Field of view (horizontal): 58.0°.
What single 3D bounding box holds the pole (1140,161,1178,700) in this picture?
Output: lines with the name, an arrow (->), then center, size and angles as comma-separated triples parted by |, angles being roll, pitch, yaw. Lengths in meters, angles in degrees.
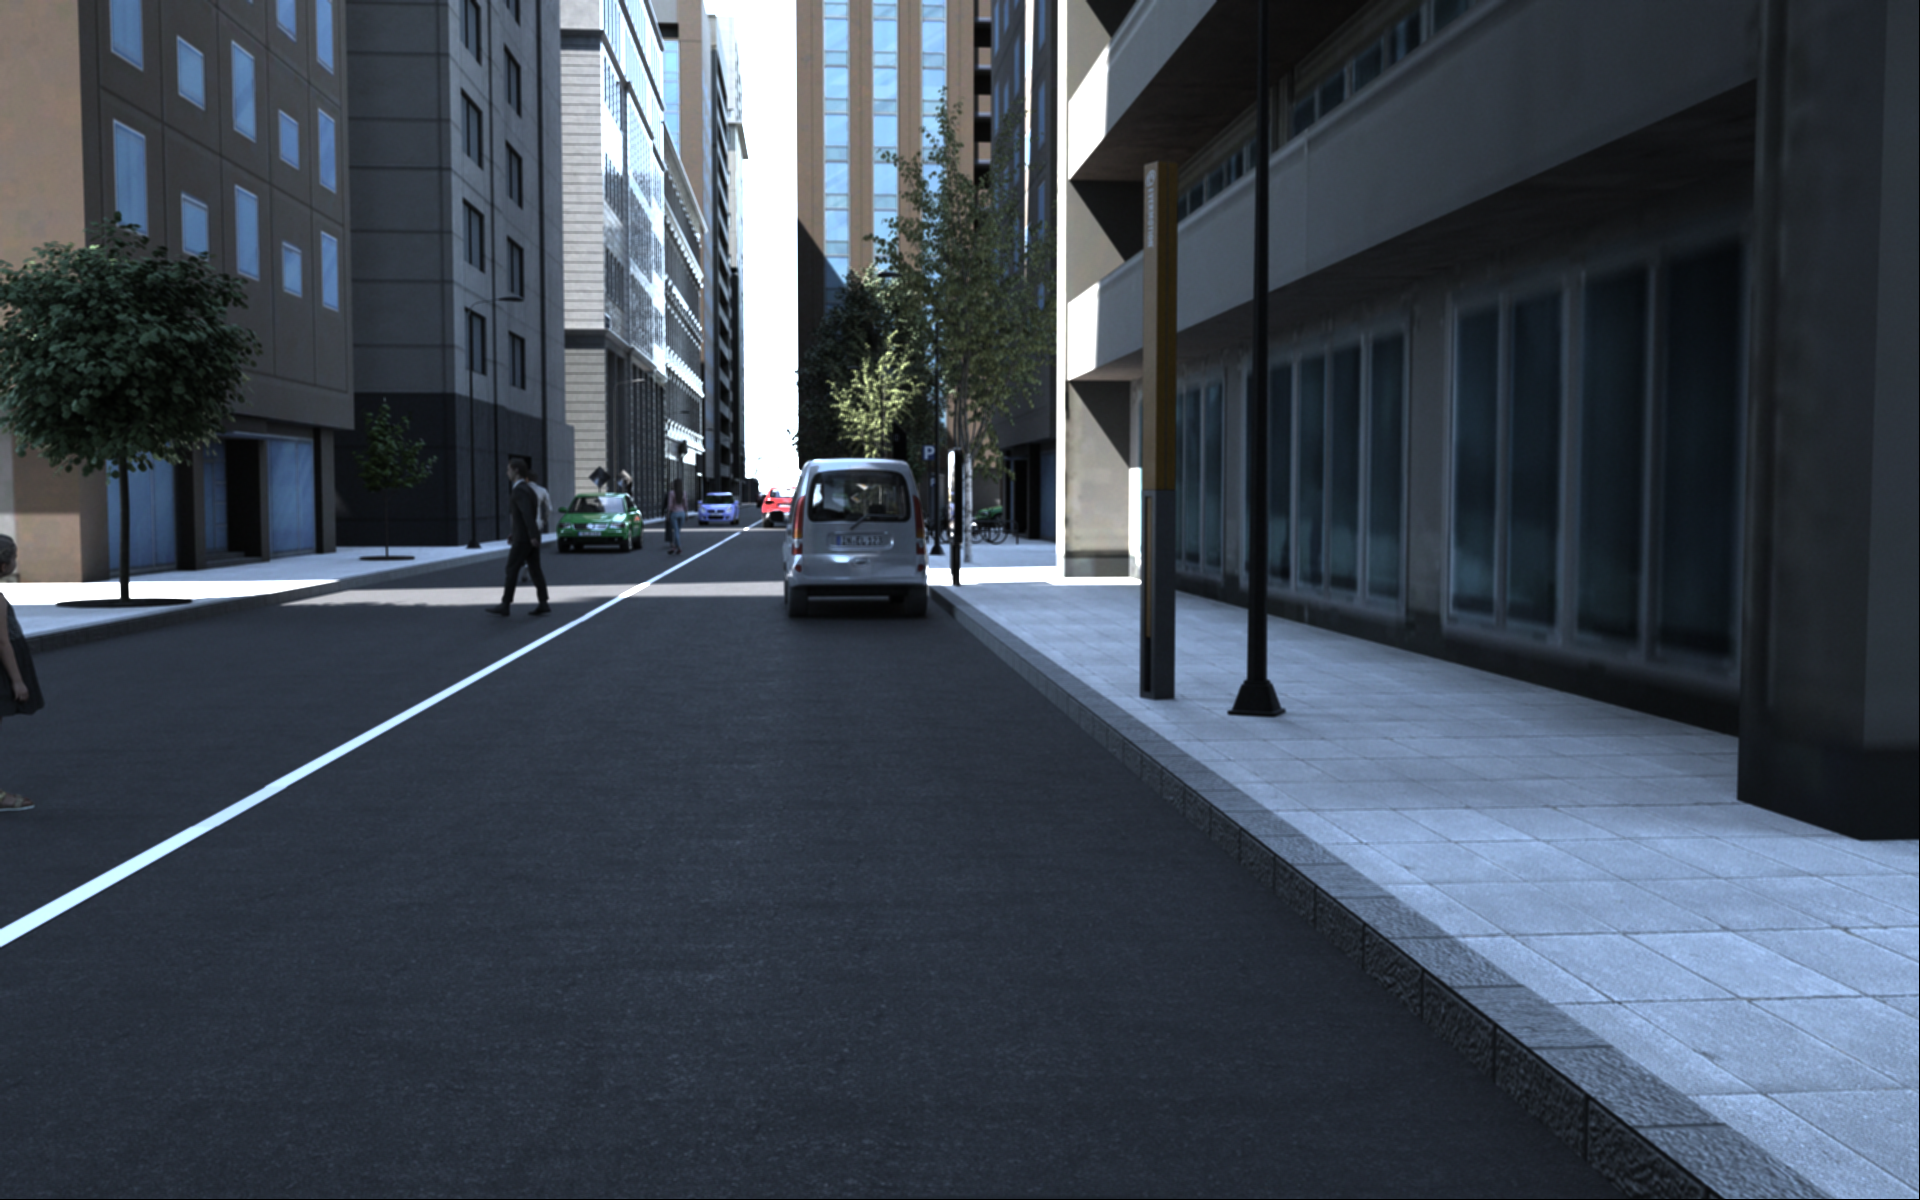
pole -> 1.240, -1.036, 10.788 | 0.158, 3.312, 0.155 | 0, 3, 0

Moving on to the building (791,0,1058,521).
building -> -2.464, -27.488, 99.537 | 14.600, 45.320, 14.200 | 0, 4, -5

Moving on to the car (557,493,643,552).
car -> -9.106, -2.152, 43.986 | 1.959, 1.807, 4.718 | 0, 4, -5

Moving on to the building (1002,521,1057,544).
building -> 8.499, -24.436, 49.636 | 14.600, 45.320, 14.200 | 0, 4, -5

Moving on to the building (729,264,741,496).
building -> -34.171, -26.897, 211.469 | 14.160, 30.474, 14.107 | 0, 4, -5

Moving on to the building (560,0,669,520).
building -> -20.970, -18.723, 83.619 | 11.434, 29.767, 29.804 | 0, 4, -5

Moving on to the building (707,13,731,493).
building -> -33.724, -33.326, 168.579 | 21.300, 48.544, 21.600 | 0, 4, -5

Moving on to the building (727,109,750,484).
building -> -43.835, -39.807, 240.084 | 28.713, 52.752, 27.495 | 0, 4, -5

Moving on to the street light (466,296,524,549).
street light -> -10.939, -4.172, 40.748 | 1.470, 5.913, 1.316 | 0, 4, -5

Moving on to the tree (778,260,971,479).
tree -> -4.112, -10.262, 84.795 | 9.611, 12.733, 9.660 | 0, 3, 0

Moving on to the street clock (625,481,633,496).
street clock -> -13.680, -4.099, 71.582 | 0.358, 2.002, 0.471 | 0, 4, -1

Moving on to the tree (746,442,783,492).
tree -> -34.915, -22.484, 302.017 | 8.767, 10.594, 7.601 | 0, 4, -4

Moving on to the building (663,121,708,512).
building -> -27.172, -21.021, 120.116 | 17.030, 29.872, 44.131 | 0, 4, -5

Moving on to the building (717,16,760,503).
building -> -41.656, -50.530, 264.410 | 20.563, 71.187, 20.611 | 0, 4, -5

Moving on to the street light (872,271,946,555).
street light -> -1.022, -3.903, 36.351 | 1.470, 5.913, 1.316 | 0, 4, -5

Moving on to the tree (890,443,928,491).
tree -> -1.842, -3.936, 58.955 | 1.663, 3.219, 1.824 | 0, 3, 0

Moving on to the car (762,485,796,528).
car -> -7.382, -4.022, 74.435 | 2.281, 1.827, 5.304 | 0, 4, -3

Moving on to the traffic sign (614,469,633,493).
traffic sign -> -13.687, -4.087, 70.472 | 0.795, 2.450, 0.064 | 0, 4, -5

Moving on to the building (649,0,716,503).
building -> -28.909, -30.641, 151.084 | 14.600, 45.320, 14.200 | 0, 4, -5

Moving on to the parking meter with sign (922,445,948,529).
parking meter with sign -> -0.840, -4.046, 62.407 | 0.543, 3.016, 1.738 | 1, 4, 16

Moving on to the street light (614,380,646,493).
street light -> -13.437, -5.980, 70.312 | 1.470, 5.913, 1.316 | 0, 4, -5

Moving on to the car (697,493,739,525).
car -> -11.274, -4.368, 81.013 | 1.945, 1.707, 3.694 | 0, 4, -3

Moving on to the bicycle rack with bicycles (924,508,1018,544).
bicycle rack with bicycles -> 0.112, -1.914, 44.670 | 2.925, 0.926, 2.852 | -1, 4, -21

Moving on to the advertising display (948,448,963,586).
advertising display -> -0.070, -1.181, 24.516 | 0.123, 1.923, 0.974 | 0, 4, -6

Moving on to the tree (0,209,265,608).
tree -> -9.801, -2.221, 20.033 | 4.285, 4.588, 4.351 | 0, 3, 0

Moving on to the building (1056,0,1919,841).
building -> 13.035, -24.011, 16.284 | 21.300, 48.544, 21.600 | 0, 4, -5

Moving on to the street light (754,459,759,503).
street light -> -27.370, -15.725, 229.642 | 1.470, 5.913, 1.316 | 0, 4, -5

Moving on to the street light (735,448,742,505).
street light -> -22.449, -12.259, 172.979 | 1.470, 5.913, 1.316 | 0, 4, -5

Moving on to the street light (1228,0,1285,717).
street light -> 1.196, -2.286, 9.917 | 1.470, 5.913, 1.316 | 0, 4, -5

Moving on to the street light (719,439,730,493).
street light -> -20.217, -10.644, 146.569 | 1.470, 5.913, 1.316 | 0, 4, -5

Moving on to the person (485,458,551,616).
person -> -5.218, -0.744, 20.443 | 0.755, 1.850, 0.659 | 0, 4, 5

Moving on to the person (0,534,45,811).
person -> -4.386, 0.321, 7.915 | 0.373, 1.253, 0.362 | -3, 4, -37

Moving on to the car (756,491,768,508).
car -> -20.690, -10.809, 185.394 | 2.281, 1.827, 5.304 | 0, 4, -4

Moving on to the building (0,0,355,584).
building -> -19.687, -23.206, 29.533 | 14.600, 45.320, 14.200 | 0, 4, -5

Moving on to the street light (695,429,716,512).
street light -> -18.226, -9.221, 123.297 | 1.470, 5.913, 1.316 | 0, 4, -5

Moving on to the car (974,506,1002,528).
car -> 2.902, -3.703, 69.334 | 4.718, 1.807, 1.959 | 0, 4, -6

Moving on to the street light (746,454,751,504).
street light -> -24.788, -13.876, 199.406 | 1.470, 5.913, 1.316 | 0, 4, -5

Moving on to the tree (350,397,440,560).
tree -> -11.275, -2.394, 33.742 | 1.663, 3.219, 1.824 | 0, 3, 0

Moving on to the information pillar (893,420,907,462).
information pillar -> -1.909, -3.868, 54.590 | 0.504, 3.616, 0.183 | 2, 4, 34

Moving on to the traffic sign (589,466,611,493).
traffic sign -> -12.996, -3.601, 62.517 | 0.795, 2.450, 0.064 | 0, 4, -5

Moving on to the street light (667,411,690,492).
street light -> -15.784, -7.606, 96.906 | 1.470, 5.913, 1.316 | 0, 4, -5

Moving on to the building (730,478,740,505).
building -> -40.964, -30.558, 191.498 | 32.217, 40.220, 23.993 | 0, 4, -5

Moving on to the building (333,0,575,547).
building -> -23.301, -37.385, 49.504 | 20.611, 71.187, 20.563 | 0, 4, -5

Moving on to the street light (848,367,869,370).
street light -> -3.396, -5.550, 63.277 | 1.470, 5.913, 1.316 | 0, 4, -5

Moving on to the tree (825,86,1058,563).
tree -> 0.394, -5.002, 32.152 | 4.737, 8.622, 4.395 | 0, 3, 0

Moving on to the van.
van -> -1.370, -0.898, 21.687 | 2.013, 2.044, 4.112 | 0, 4, -7

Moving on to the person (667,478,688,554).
person -> -6.742, -2.013, 41.415 | 0.555, 1.821, 0.388 | -3, 5, -43

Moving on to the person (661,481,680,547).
person -> -7.792, -2.324, 46.912 | 0.576, 1.772, 0.534 | -1, 4, -19

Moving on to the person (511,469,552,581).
person -> -7.080, -1.241, 28.637 | 0.661, 1.843, 0.795 | -1, 4, -17
